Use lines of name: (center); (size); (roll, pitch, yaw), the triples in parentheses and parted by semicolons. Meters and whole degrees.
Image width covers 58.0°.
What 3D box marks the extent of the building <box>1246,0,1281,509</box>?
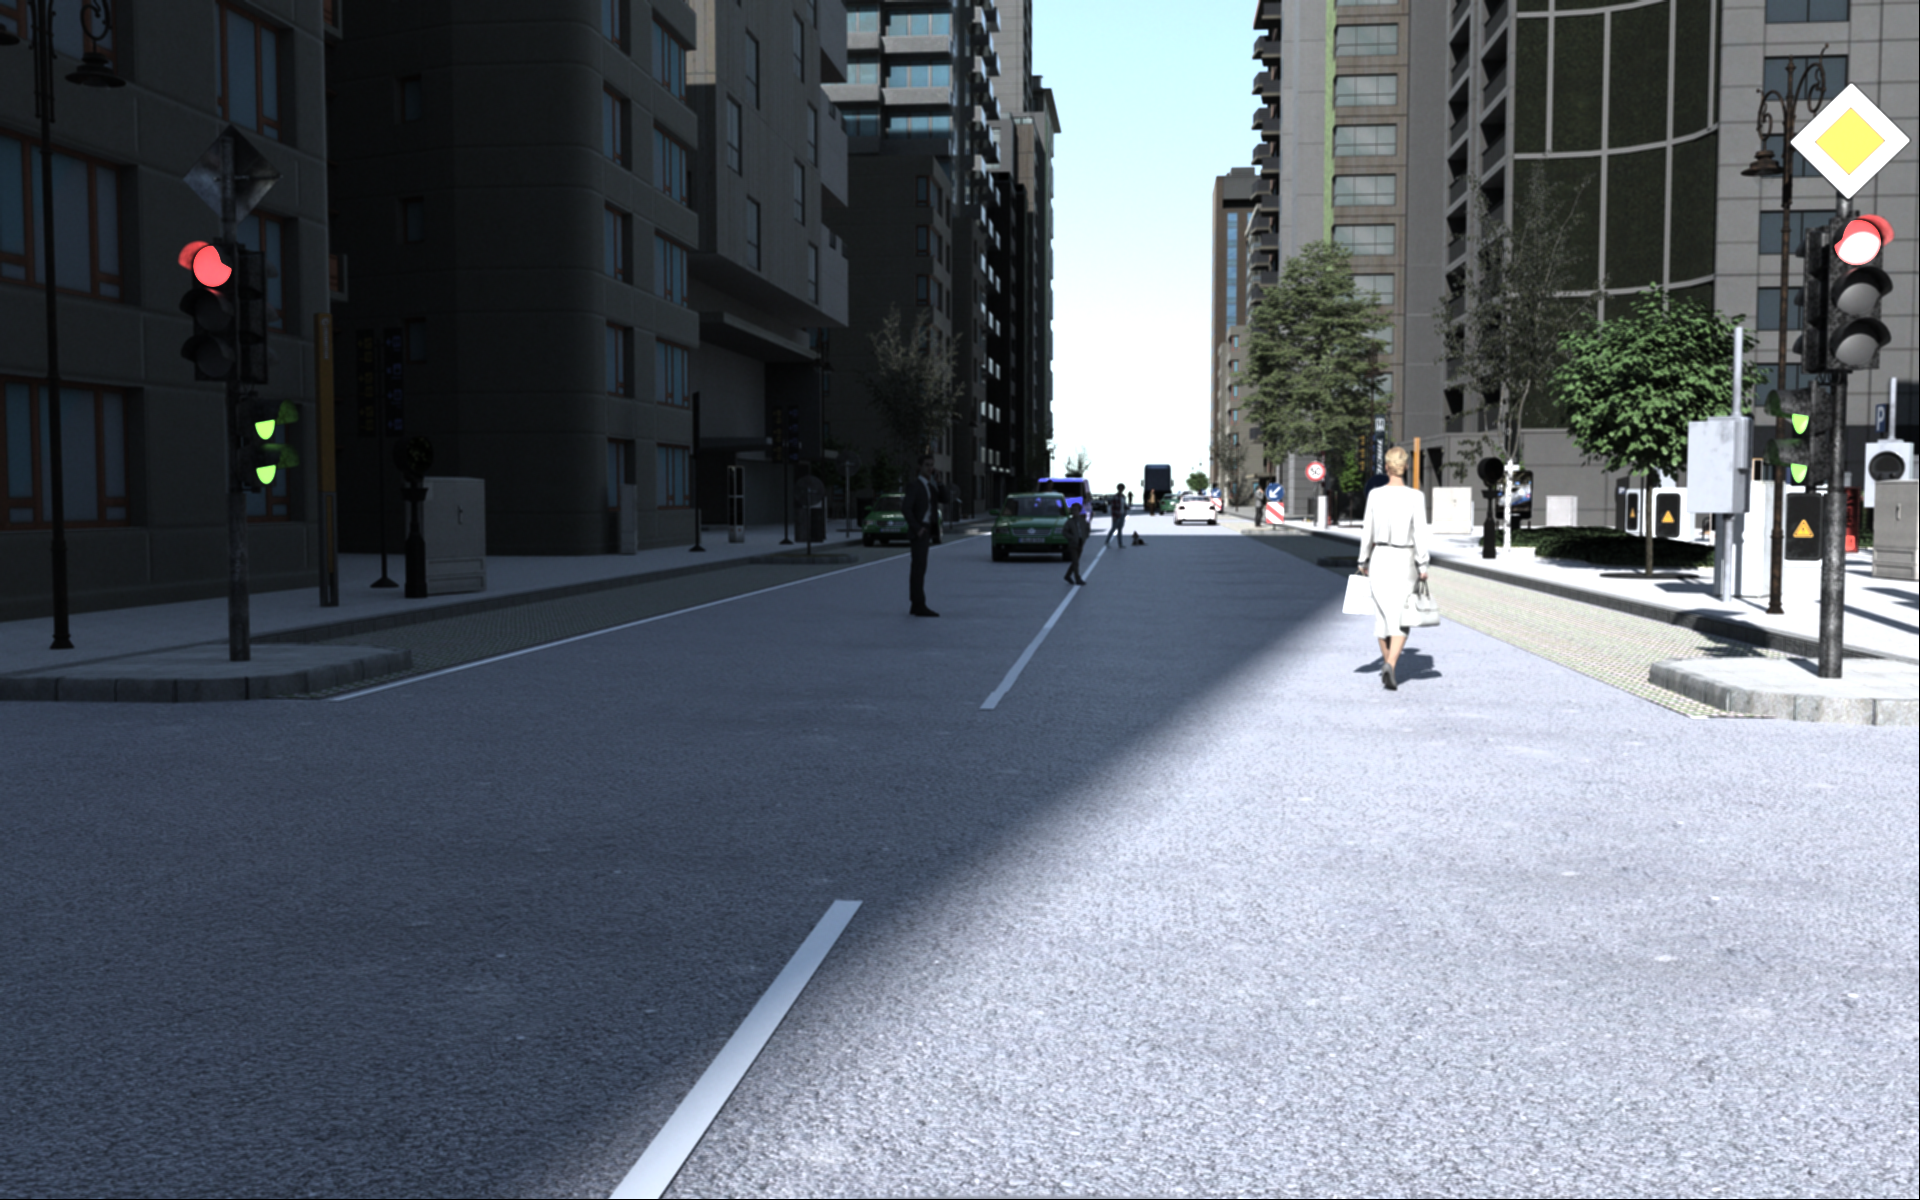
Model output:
building: (35.597, -29.915, 143.731); (22.147, 44.769, 28.867); (0, 4, 6)

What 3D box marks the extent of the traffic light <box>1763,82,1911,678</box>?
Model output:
traffic light: (6.069, -1.412, 12.006); (0.839, 4.253, 0.868); (0, 4, 6)

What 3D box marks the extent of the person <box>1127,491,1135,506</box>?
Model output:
person: (20.648, -12.300, 209.745); (1.348, 1.807, 0.705); (3, 5, 40)

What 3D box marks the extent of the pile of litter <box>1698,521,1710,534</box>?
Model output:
pile of litter: (24.479, -2.524, 55.236); (1.719, 0.858, 1.176); (1, 4, 21)

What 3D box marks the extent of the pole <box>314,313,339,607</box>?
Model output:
pole: (-7.198, -1.579, 19.665); (0.158, 3.312, 0.155); (0, 3, 0)

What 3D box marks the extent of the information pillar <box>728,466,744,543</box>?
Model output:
information pillar: (-5.888, -2.512, 45.558); (0.304, 2.012, 0.304); (-3, 5, -44)

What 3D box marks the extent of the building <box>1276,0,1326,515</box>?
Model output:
building: (31.924, -35.037, 114.858); (21.231, 58.520, 28.212); (0, 4, 6)

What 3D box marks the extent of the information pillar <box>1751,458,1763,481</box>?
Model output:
information pillar: (16.373, -1.919, 35.874); (0.304, 2.012, 0.304); (-2, 4, -29)

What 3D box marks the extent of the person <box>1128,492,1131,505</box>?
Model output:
person: (23.033, -13.802, 234.878); (0.721, 1.735, 1.217); (0, 4, -6)

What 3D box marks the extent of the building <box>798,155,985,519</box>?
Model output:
building: (-13.585, -15.859, 104.328); (27.650, 21.520, 28.899); (0, 4, 6)

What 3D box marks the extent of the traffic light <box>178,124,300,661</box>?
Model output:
traffic light: (-5.529, -1.486, 13.217); (0.839, 4.253, 0.868); (0, 4, 6)

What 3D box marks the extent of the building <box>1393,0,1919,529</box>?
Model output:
building: (30.000, -38.672, 70.535); (20.563, 71.187, 20.611); (0, 4, 6)

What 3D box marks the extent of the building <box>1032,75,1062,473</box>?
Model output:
building: (-1.847, -38.833, 224.152); (28.713, 52.752, 27.495); (0, 4, 6)

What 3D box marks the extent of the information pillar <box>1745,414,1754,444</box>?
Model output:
information pillar: (19.739, -3.189, 43.496); (0.183, 3.616, 0.504); (0, 4, -4)

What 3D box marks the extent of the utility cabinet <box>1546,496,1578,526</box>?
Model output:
utility cabinet: (20.049, -2.847, 57.712); (0.306, 1.237, 1.020); (-2, 4, -34)

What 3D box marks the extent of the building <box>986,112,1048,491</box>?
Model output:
building: (1.738, -30.403, 180.691); (14.154, 41.232, 14.086); (0, 4, 6)

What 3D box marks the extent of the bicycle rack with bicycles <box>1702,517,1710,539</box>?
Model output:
bicycle rack with bicycles: (22.606, -2.178, 48.990); (2.925, 0.926, 2.852); (-2, 4, -24)

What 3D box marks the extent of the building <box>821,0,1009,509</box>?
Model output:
building: (-8.662, -31.413, 133.213); (23.786, 49.044, 30.456); (0, 4, 6)

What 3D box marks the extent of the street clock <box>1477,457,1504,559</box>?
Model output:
street clock: (10.514, -1.821, 34.352); (0.471, 2.002, 0.358); (-1, 4, -17)

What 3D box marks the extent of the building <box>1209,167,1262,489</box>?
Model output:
building: (41.487, -35.869, 236.560); (14.600, 45.320, 14.200); (0, 4, 6)

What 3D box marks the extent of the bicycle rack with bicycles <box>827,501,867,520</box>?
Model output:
bicycle rack with bicycles: (-5.451, -4.558, 87.903); (2.852, 0.926, 2.925); (-1, 4, -8)

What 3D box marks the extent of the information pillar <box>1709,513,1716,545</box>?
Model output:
information pillar: (17.071, -2.105, 38.910); (0.304, 2.012, 0.304); (-3, 5, -42)

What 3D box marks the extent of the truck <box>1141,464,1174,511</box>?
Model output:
truck: (17.257, -9.841, 150.666); (2.967, 4.110, 18.799); (0, 4, 6)

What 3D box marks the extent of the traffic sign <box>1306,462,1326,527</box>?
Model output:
traffic sign: (13.971, -4.158, 68.092); (0.768, 2.556, 0.104); (1, 4, 15)

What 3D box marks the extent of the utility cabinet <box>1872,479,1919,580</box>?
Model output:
utility cabinet: (14.114, -1.053, 25.904); (0.318, 1.500, 1.173); (0, 4, -1)

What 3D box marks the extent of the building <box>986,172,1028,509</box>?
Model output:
building: (-1.386, -23.466, 155.374); (14.160, 30.474, 14.107); (0, 4, 6)

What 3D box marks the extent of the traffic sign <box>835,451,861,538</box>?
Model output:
traffic sign: (-3.305, -3.106, 50.895); (0.768, 2.556, 0.104); (0, 4, 8)

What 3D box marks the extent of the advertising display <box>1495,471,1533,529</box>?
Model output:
advertising display: (15.318, -2.611, 47.900); (0.974, 1.923, 0.123); (2, 4, 28)

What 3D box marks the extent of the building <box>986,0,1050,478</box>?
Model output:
building: (-0.065, -46.472, 198.069); (20.563, 71.187, 20.611); (0, 4, 6)

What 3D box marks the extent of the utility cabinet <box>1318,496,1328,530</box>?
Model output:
utility cabinet: (13.151, -3.158, 62.787); (0.306, 1.237, 1.020); (1, 4, 17)

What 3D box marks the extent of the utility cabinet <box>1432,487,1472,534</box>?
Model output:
utility cabinet: (15.489, -2.804, 54.523); (1.173, 1.500, 0.318); (1, 4, 21)

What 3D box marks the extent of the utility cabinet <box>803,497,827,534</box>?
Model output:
utility cabinet: (-4.658, -2.718, 55.603); (0.306, 1.237, 1.020); (2, 4, 27)

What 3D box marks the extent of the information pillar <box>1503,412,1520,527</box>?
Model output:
information pillar: (15.706, -3.546, 49.332); (0.183, 3.616, 0.504); (-2, 4, -31)

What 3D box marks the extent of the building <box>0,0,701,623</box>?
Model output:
building: (-21.945, -11.379, 31.082); (27.650, 21.520, 28.899); (0, 4, 6)

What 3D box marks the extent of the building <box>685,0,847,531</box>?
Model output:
building: (-19.388, -29.171, 66.189); (28.713, 52.752, 27.495); (0, 4, 6)

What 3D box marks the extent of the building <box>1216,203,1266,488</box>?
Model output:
building: (48.591, -32.062, 216.092); (32.217, 40.220, 23.993); (0, 4, 6)

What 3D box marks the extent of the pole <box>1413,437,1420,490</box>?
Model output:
pole: (16.458, -4.198, 62.477); (0.158, 3.312, 0.155); (0, 3, 0)

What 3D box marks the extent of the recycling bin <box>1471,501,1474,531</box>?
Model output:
recycling bin: (17.470, -2.940, 60.622); (0.722, 1.027, 0.722); (-2, 4, -24)

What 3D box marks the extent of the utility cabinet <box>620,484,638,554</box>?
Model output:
utility cabinet: (-7.056, -1.732, 36.999); (0.318, 1.500, 1.173); (0, 4, -8)

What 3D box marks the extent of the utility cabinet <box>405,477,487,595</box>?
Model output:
utility cabinet: (-6.581, -0.829, 22.231); (0.318, 1.500, 1.173); (2, 4, 24)

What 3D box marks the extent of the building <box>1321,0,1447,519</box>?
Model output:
building: (26.891, -25.144, 94.691); (14.154, 41.232, 14.086); (0, 4, 6)

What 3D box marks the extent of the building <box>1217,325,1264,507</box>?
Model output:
building: (42.960, -21.142, 190.714); (27.650, 21.520, 28.899); (0, 4, 6)
